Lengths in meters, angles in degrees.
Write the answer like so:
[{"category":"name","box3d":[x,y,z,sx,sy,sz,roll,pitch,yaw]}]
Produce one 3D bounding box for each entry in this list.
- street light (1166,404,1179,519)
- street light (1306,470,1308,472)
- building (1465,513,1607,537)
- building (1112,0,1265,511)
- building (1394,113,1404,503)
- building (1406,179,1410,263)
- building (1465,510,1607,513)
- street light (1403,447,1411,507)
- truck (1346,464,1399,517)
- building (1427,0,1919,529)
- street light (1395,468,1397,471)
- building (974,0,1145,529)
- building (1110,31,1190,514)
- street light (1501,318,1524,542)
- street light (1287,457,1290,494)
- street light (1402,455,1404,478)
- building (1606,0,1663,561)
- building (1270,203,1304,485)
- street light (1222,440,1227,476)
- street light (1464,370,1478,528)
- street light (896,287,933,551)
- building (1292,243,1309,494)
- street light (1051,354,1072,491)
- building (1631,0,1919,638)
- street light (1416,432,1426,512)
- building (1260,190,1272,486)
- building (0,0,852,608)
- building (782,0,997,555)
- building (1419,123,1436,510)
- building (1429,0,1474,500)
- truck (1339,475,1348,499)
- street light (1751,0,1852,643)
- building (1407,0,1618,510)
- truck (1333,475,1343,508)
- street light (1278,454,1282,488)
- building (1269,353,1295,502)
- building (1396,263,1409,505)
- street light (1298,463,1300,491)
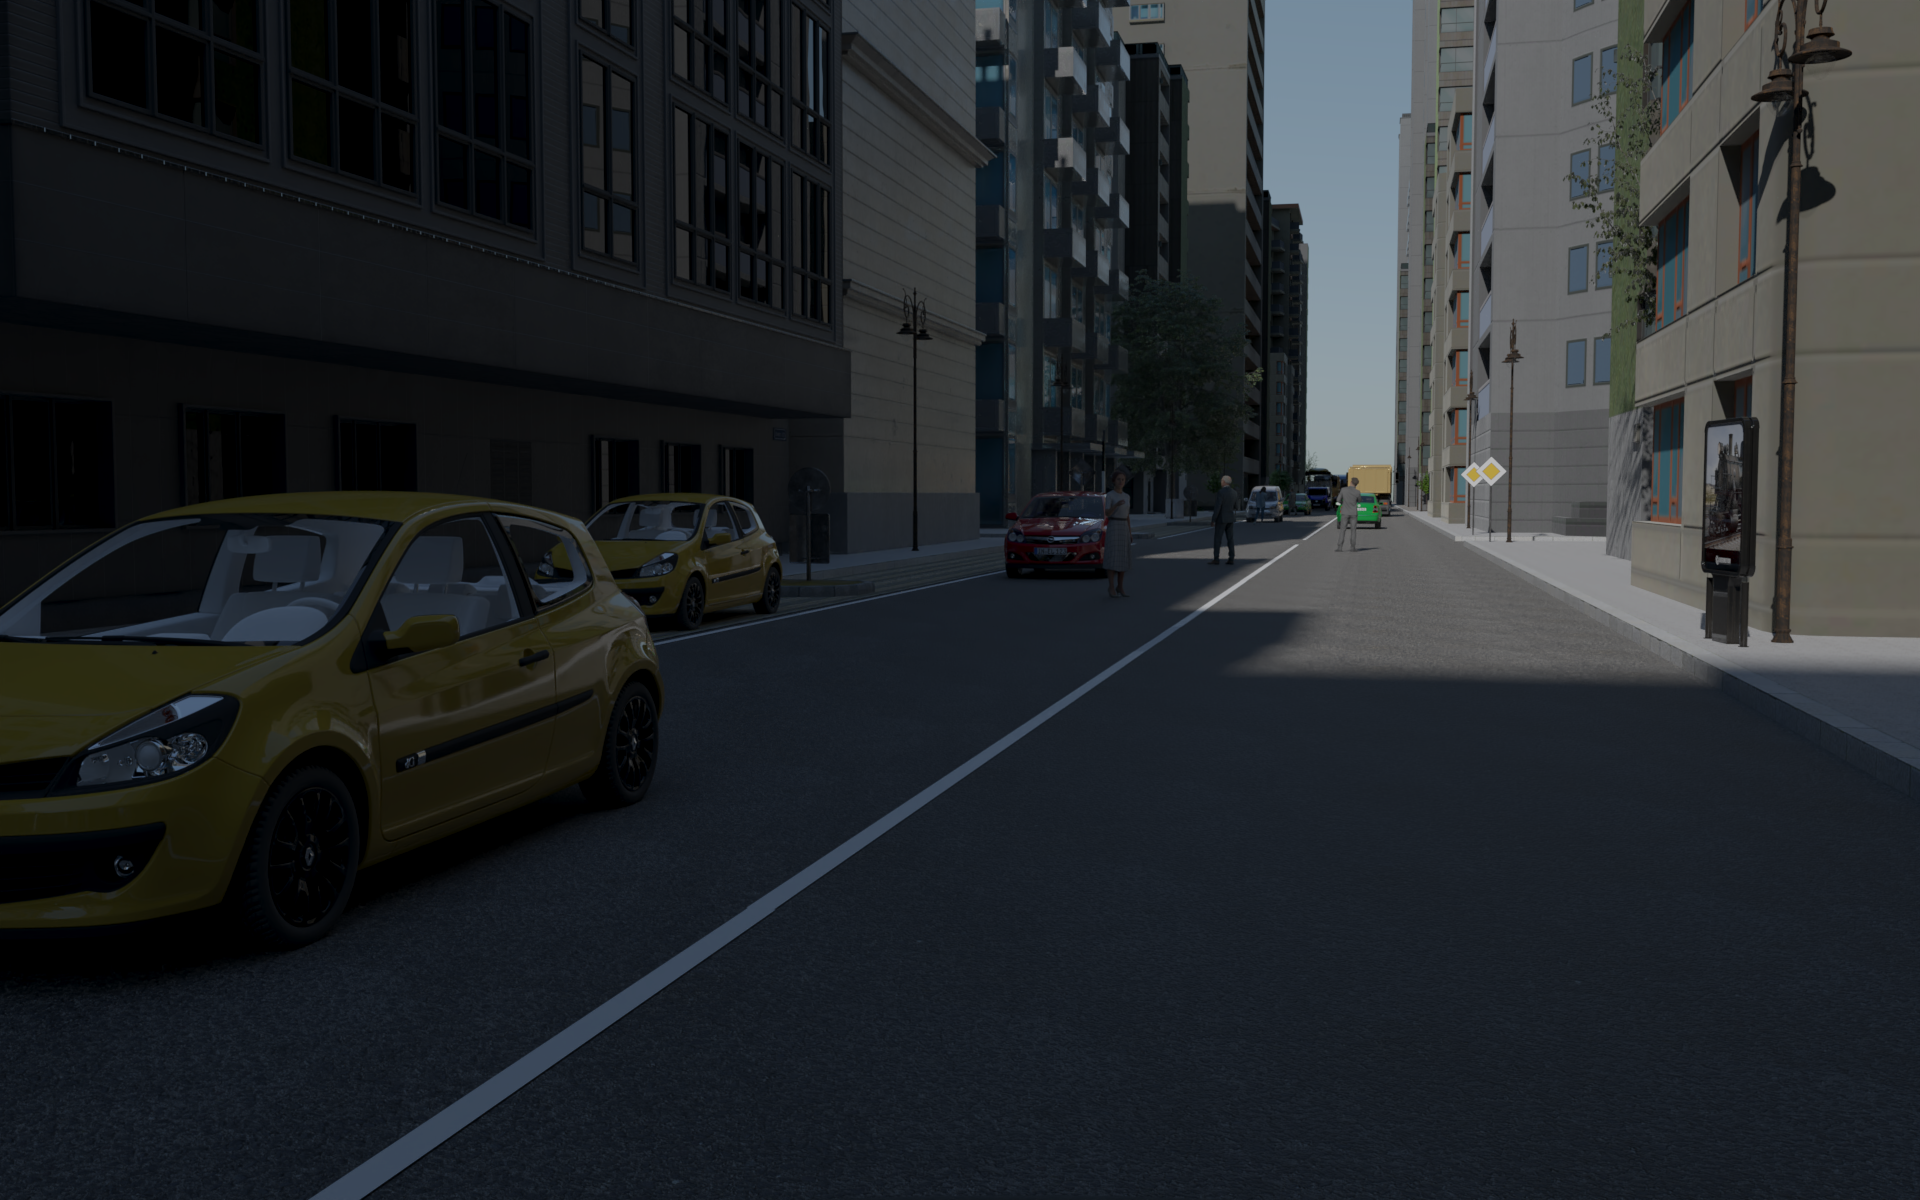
[{"category":"street light","box3d":[10.861,-7.088,88.672,0.468,5.910,1.993,1,4,13]},{"category":"street light","box3d":[55.031,-18.470,274.777,0.468,5.910,1.993,1,4,13]},{"category":"building","box3d":[32.244,-31.496,56.962,28.212,58.520,21.231,1,4,13]},{"category":"building","box3d":[13.450,-31.719,142.301,21.300,48.544,21.600,1,4,13]},{"category":"building","box3d":[77.699,-44.243,265.368,21.231,58.520,28.212,1,4,13]},{"category":"building","box3d":[72.268,-37.704,236.067,23.786,49.044,30.456,1,4,13]},{"category":"building","box3d":[52.264,-37.498,155.098,21.231,58.520,28.212,1,4,13]},{"category":"street light","box3d":[43.968,-12.037,169.594,0.468,5.910,1.993,1,4,13]},{"category":"truck","box3d":[26.627,-7.113,112.218,3.469,3.379,9.791,1,4,15]},{"category":"building","box3d":[37.878,-14.675,84.972,27.650,21.520,28.899,1,4,13]},{"category":"street light","box3d":[55.888,-15.117,219.948,0.468,5.910,1.993,1,4,13]},{"category":"building","box3d":[-4.574,-27.980,77.088,23.786,49.044,30.456,1,4,13]},{"category":"building","box3d":[7.120,-20.867,112.873,14.160,30.474,14.107,1,4,13]},{"category":"street light","box3d":[14.572,-4.465,45.783,0.468,5.910,1.993,1,4,13]},{"category":"street light","box3d":[40.333,-14.674,212.711,0.468,5.910,1.993,1,4,13]},{"category":"street light","box3d":[51.493,-13.965,201.118,0.468,5.910,1.993,1,4,13]},{"category":"building","box3d":[21.006,-16.178,36.204,14.160,30.474,14.107,1,4,13]},{"category":"building","box3d":[39.003,-36.766,255.742,22.147,44.769,28.867,1,4,13]},{"category":"street light","box3d":[18.416,-9.046,120.686,0.468,5.910,1.993,1,4,13]},{"category":"street light","box3d":[18.991,-5.609,64.490,0.468,5.910,1.993,1,4,13]},{"category":"street light","box3d":[-1.009,-4.043,38.895,0.468,5.910,1.993,1,4,13]},{"category":"building","box3d":[48.001,-36.244,276.184,14.154,41.232,14.086,1,4,13]},{"category":"street light","box3d":[3.361,-5.166,57.252,0.468,5.910,1.993,1,4,13]},{"category":"building","box3d":[19.574,-9.878,6.551,27.650,21.520,28.899,1,4,13]},{"category":"street light","box3d":[33.803,-9.412,126.681,0.468,5.910,1.993,1,4,13]},{"category":"building","box3d":[21.083,-23.710,159.360,14.160,30.474,14.107,1,4,13]},{"category":"building","box3d":[-11.609,-14.144,24.768,14.314,27.812,24.014,1,4,13]},{"category":"building","box3d":[-11.699,-15.744,44.802,23.554,28.519,14.401,1,4,13]},{"category":"building","box3d":[43.543,-22.300,136.313,14.160,30.474,14.107,1,4,13]},{"category":"building","box3d":[39.530,-26.572,118.045,14.154,41.232,14.086,1,4,13]},{"category":"truck","box3d":[53.614,-15.573,244.374,2.967,4.110,18.799,1,4,12]},{"category":"street light","box3d":[7.110,-2.569,14.795,0.468,5.910,1.993,1,4,13]},{"category":"building","box3d":[58.368,-39.226,183.338,21.231,58.520,28.212,1,4,13]},{"category":"truck","box3d":[37.957,-11.214,179.265,3.469,3.379,9.791,1,4,13]},{"category":"street light","box3d":[36.010,-13.590,194.986,0.468,5.910,1.993,1,4,13]},{"category":"building","box3d":[29.470,-23.489,229.080,27.650,21.520,28.899,1,4,13]},{"category":"building","box3d":[61.687,-27.137,215.386,14.160,30.474,14.107,1,4,13]},{"category":"street light","box3d":[47.652,-16.572,243.733,0.468,5.910,1.993,1,4,13]}]
